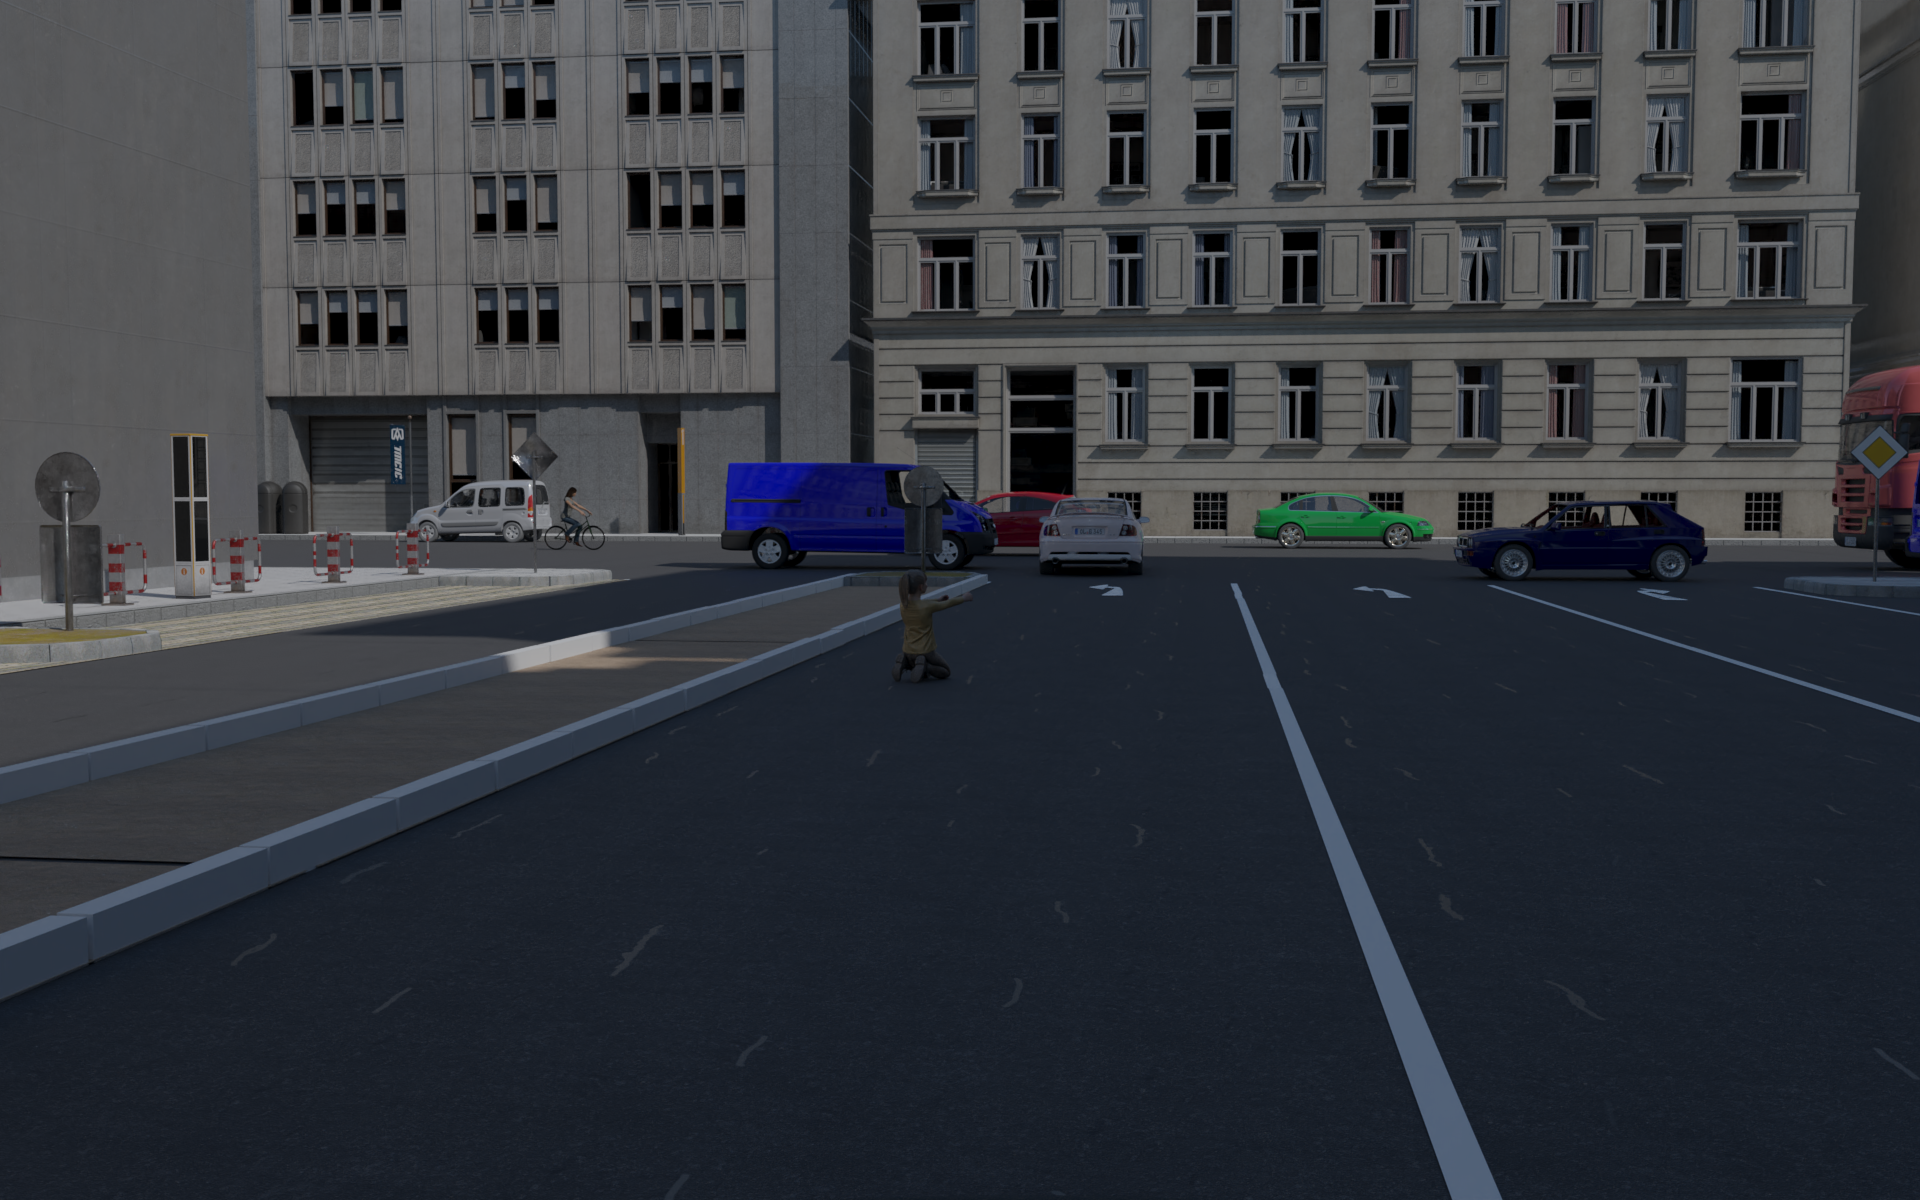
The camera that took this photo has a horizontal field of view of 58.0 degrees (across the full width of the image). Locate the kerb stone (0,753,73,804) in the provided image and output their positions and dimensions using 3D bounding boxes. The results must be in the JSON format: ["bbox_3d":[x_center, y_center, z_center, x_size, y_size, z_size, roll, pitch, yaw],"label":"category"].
[{"bbox_3d":[-4.441,0.864,8.084,0.120,0.150,1.000,0,4,8],"label":"kerb stone"}]

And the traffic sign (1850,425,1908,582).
[{"bbox_3d":[13.395,-1.325,25.308,0.795,2.450,0.064,0,4,8],"label":"traffic sign"}]

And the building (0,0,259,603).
[{"bbox_3d":[-26.065,-12.409,21.958,30.058,24.678,14.314,0,4,8],"label":"building"}]

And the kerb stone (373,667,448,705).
[{"bbox_3d":[-3.886,0.615,12.151,0.120,0.150,1.000,0,4,8],"label":"kerb stone"}]

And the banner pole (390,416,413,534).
[{"bbox_3d":[-17.736,-3.986,55.194,0.863,3.779,0.401,-2,4,-30],"label":"banner pole"}]

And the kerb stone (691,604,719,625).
[{"bbox_3d":[-2.904,0.179,19.270,0.120,0.150,1.000,0,4,8],"label":"kerb stone"}]

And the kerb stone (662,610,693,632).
[{"bbox_3d":[-3.047,0.241,18.253,0.120,0.150,1.000,0,4,8],"label":"kerb stone"}]

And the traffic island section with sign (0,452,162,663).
[{"bbox_3d":[-8.354,-0.420,15.492,1.989,1.847,2.006,0,4,8],"label":"traffic island section with sign"}]

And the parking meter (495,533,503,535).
[{"bbox_3d":[-14.333,-2.790,54.032,0.372,1.533,0.369,0,3,0],"label":"parking meter"}]

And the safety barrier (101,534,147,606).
[{"bbox_3d":[-9.702,-0.346,19.929,0.300,0.817,1.120,0,4,8],"label":"safety barrier"}]

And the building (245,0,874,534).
[{"bbox_3d":[-12.482,-14.849,60.805,19.932,24.808,12.078,0,4,8],"label":"building"}]

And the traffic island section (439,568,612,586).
[{"bbox_3d":[-6.929,-0.361,28.186,2.009,0.180,2.903,0,4,8],"label":"traffic island section"}]

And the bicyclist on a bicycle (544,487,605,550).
[{"bbox_3d":[-9.857,-2.096,44.295,1.625,1.676,1.499,0,4,7],"label":"bicyclist on a bicycle"}]

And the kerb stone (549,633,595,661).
[{"bbox_3d":[-3.460,0.428,15.204,0.120,0.150,1.000,0,4,8],"label":"kerb stone"}]

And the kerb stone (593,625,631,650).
[{"bbox_3d":[-3.328,0.368,16.223,0.120,0.150,1.000,0,4,8],"label":"kerb stone"}]

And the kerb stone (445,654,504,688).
[{"bbox_3d":[-3.742,0.555,13.166,0.120,0.150,1.000,0,4,8],"label":"kerb stone"}]

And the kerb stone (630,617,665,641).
[{"bbox_3d":[-3.177,0.307,17.237,0.120,0.150,1.000,0,4,8],"label":"kerb stone"}]

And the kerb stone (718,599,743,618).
[{"bbox_3d":[-2.760,0.123,20.292,0.120,0.150,1.000,0,4,8],"label":"kerb stone"}]

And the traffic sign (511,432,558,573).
[{"bbox_3d":[-6.905,-1.497,28.121,0.795,2.450,0.064,0,4,8],"label":"traffic sign"}]

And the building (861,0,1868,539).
[{"bbox_3d":[12.396,-13.762,58.296,30.059,22.955,16.112,0,4,8],"label":"building"}]

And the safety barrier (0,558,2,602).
[{"bbox_3d":[-10.045,-0.193,17.435,0.300,0.817,1.120,0,4,8],"label":"safety barrier"}]

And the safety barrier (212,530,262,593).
[{"bbox_3d":[-9.357,-0.498,22.423,0.300,0.817,1.120,0,4,8],"label":"safety barrier"}]

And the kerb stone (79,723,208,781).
[{"bbox_3d":[-4.305,0.801,9.101,0.120,0.150,1.000,0,4,8],"label":"kerb stone"}]

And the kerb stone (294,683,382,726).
[{"bbox_3d":[-4.027,0.677,11.134,0.120,0.150,1.000,0,4,8],"label":"kerb stone"}]

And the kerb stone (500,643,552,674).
[{"bbox_3d":[-3.607,0.490,14.185,0.120,0.150,1.000,0,4,8],"label":"kerb stone"}]

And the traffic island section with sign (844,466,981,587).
[{"bbox_3d":[-0.683,-1.188,27.563,2.006,1.907,1.989,0,4,8],"label":"traffic island section with sign"}]

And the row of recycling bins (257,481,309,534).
[{"bbox_3d":[-22.594,-2.986,55.927,3.534,1.692,1.069,1,4,19],"label":"row of recycling bins"}]

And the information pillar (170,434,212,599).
[{"bbox_3d":[-9.422,-1.023,21.226,0.304,2.012,0.304,1,4,18],"label":"information pillar"}]

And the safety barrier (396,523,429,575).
[{"bbox_3d":[-8.667,-0.805,27.430,0.300,0.817,1.120,0,4,8],"label":"safety barrier"}]

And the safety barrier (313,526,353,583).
[{"bbox_3d":[-9.012,-0.651,24.917,0.300,0.817,1.120,0,4,8],"label":"safety barrier"}]

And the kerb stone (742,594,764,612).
[{"bbox_3d":[-2.620,0.056,21.313,0.120,0.150,1.000,0,4,8],"label":"kerb stone"}]

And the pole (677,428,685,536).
[{"bbox_3d":[-8.607,-3.649,53.506,0.158,3.312,0.155,0,3,0],"label":"pole"}]

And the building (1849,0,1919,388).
[{"bbox_3d":[38.337,-13.285,53.374,21.152,22.565,11.583,0,4,8],"label":"building"}]

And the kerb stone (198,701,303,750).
[{"bbox_3d":[-4.166,0.739,10.118,0.120,0.150,1.000,0,4,8],"label":"kerb stone"}]

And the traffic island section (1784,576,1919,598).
[{"bbox_3d":[13.419,-0.190,25.382,2.009,0.180,2.903,0,4,8],"label":"traffic island section"}]

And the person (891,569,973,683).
[{"bbox_3d":[-0.232,0.186,13.380,0.347,0.859,0.695,3,4,38],"label":"person"}]
